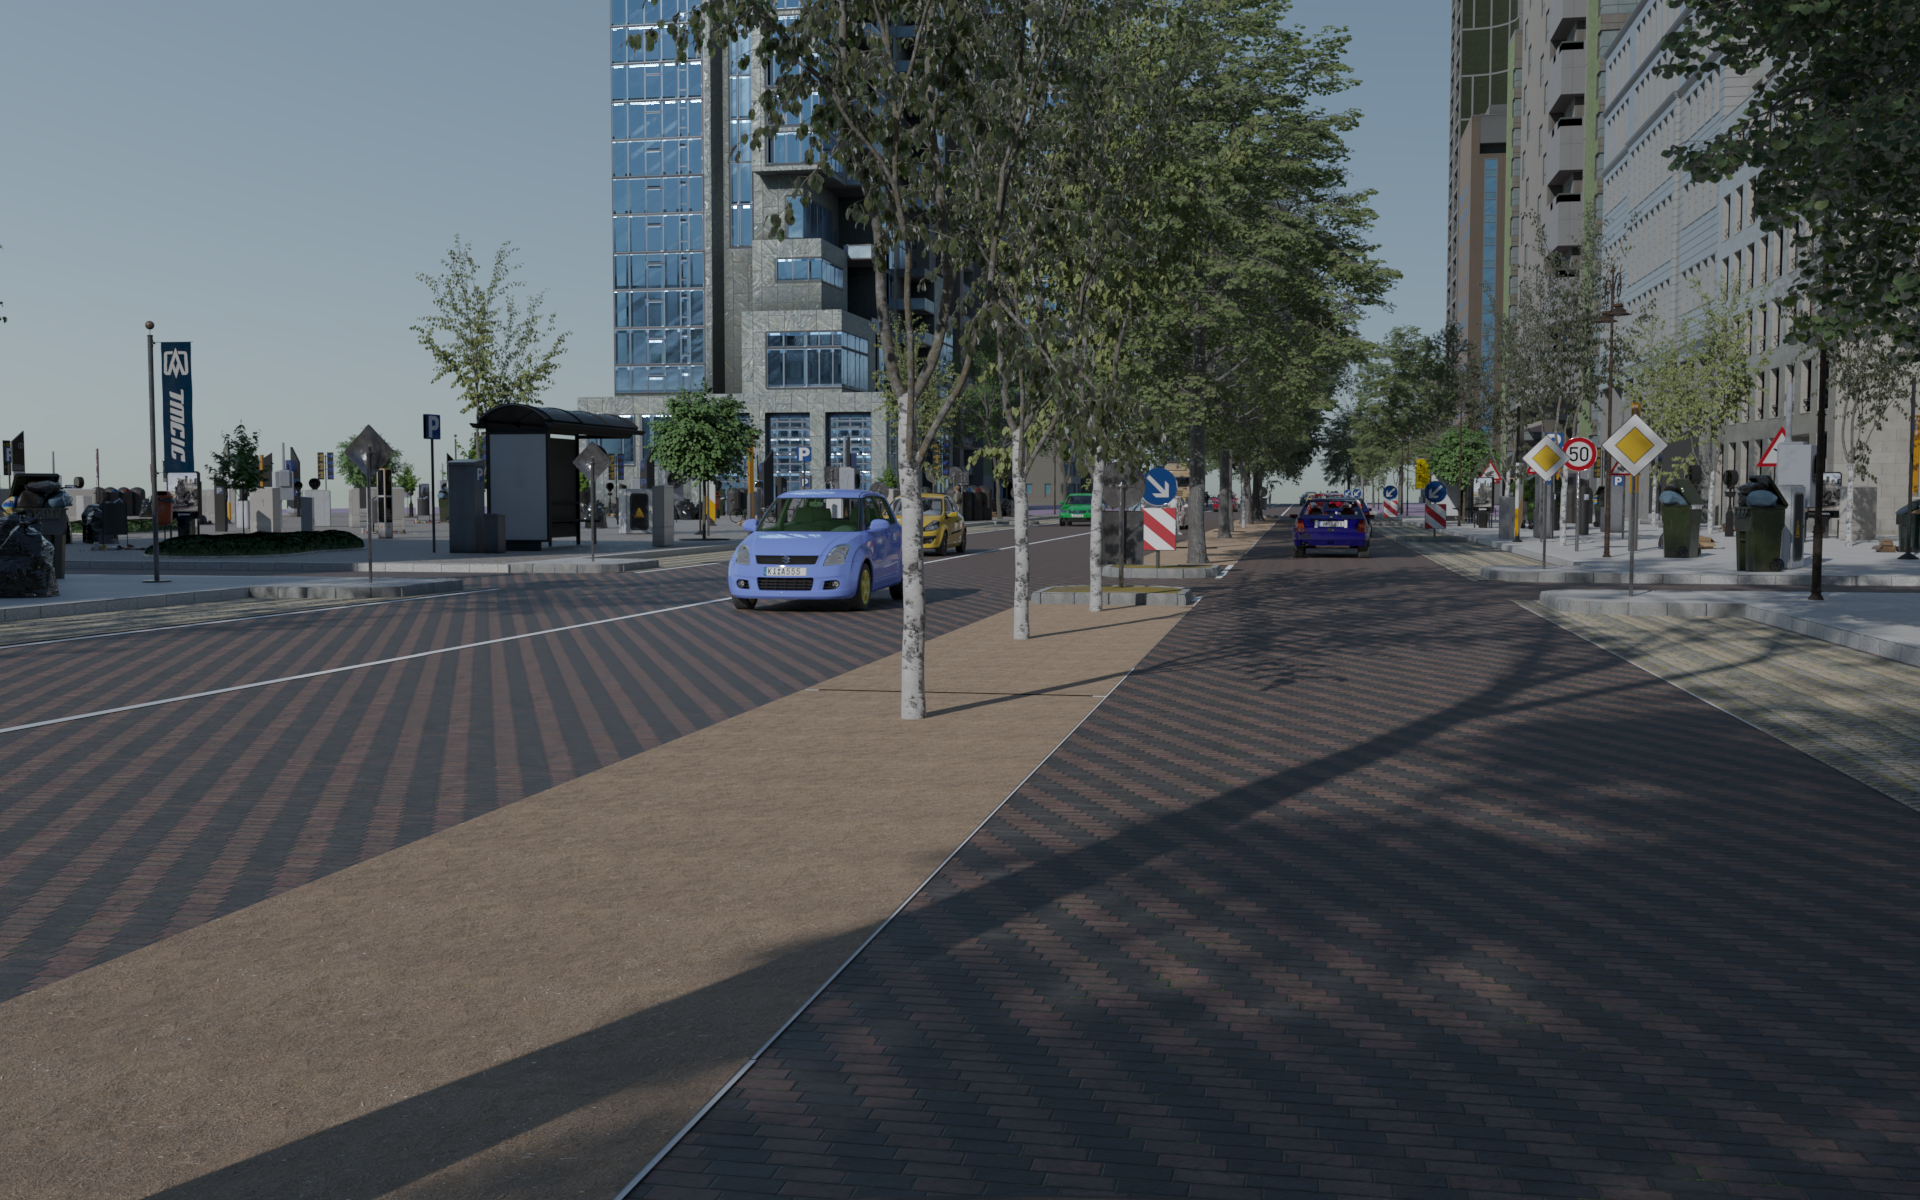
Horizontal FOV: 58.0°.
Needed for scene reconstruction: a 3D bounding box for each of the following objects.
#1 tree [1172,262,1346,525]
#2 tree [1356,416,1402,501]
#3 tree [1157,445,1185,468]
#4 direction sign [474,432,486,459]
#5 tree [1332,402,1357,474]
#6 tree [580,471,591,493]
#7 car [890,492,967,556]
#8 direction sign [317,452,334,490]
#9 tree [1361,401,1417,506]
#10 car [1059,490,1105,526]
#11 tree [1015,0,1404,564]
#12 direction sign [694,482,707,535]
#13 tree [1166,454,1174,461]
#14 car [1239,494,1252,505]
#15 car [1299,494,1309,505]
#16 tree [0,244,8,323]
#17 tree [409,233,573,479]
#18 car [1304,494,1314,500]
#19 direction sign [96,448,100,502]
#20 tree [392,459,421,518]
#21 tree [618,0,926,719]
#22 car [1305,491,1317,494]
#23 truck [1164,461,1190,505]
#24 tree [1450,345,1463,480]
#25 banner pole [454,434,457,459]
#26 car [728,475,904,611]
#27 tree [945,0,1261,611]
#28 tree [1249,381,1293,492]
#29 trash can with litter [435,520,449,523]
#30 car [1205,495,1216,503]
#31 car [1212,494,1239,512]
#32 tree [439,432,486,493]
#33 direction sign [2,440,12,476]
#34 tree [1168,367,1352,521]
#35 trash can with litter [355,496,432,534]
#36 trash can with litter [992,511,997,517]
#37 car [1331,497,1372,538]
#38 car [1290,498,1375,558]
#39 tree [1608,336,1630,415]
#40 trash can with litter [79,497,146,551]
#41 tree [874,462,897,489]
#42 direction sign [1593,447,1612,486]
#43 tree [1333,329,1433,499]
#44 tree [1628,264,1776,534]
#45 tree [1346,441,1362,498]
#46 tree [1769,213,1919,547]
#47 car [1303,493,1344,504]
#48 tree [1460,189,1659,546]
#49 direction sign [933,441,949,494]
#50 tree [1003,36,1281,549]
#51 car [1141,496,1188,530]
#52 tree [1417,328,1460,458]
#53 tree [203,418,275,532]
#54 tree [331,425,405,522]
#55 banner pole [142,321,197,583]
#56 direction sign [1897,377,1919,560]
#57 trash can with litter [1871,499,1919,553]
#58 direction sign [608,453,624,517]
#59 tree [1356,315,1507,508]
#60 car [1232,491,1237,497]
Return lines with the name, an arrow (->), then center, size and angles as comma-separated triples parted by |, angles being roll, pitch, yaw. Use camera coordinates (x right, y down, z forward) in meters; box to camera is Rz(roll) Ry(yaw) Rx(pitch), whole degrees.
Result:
tree -> 13.423, -10.492, 80.654 | 9.857, 13.997, 8.962 | 0, 3, 0
tree -> 35.731, -12.016, 146.826 | 4.360, 8.622, 3.978 | 0, 3, 0
tree -> 29.561, -18.078, 229.991 | 8.767, 10.594, 7.601 | 3, 5, 40
direction sign -> -17.468, -4.352, 63.154 | 0.379, 3.537, 0.876 | -3, 5, -43
tree -> 38.911, -13.941, 162.345 | 8.767, 10.594, 7.601 | 1, 4, 20
tree -> -17.845, -5.232, 80.141 | 1.663, 3.219, 1.824 | 0, 3, 0
car -> -0.950, -1.898, 41.250 | 2.015, 1.641, 3.980 | 1, 4, 10
direction sign -> -34.347, -6.229, 93.834 | 0.876, 3.537, 0.379 | 0, 4, 2
tree -> 33.938, -11.252, 134.327 | 4.737, 8.622, 4.395 | 0, 3, 0
car -> 5.559, -4.262, 78.478 | 1.959, 1.807, 4.718 | 1, 4, 10
tree -> 4.873, -6.976, 34.649 | 7.486, 12.596, 7.792 | 0, 3, 0
direction sign -> -8.183, -3.822, 54.494 | 0.379, 3.537, 0.876 | -2, 4, -29
tree -> 23.060, -21.057, 200.165 | 12.611, 20.169, 13.585 | 0, 3, 0
car -> 33.357, -11.676, 200.493 | 1.945, 1.707, 3.694 | 1, 4, 13
car -> 44.880, -12.974, 223.925 | 2.131, 1.459, 4.920 | 1, 4, 13
tree -> -22.981, -5.364, 38.060 | 4.737, 8.622, 4.395 | 0, 3, 0
tree -> -13.562, -6.083, 49.815 | 4.737, 8.622, 4.395 | 0, 3, 0
car -> 36.351, -10.240, 177.646 | 2.015, 1.641, 3.980 | 1, 4, 11
direction sign -> -42.857, -5.759, 86.160 | 0.379, 3.537, 0.876 | -2, 4, -30
tree -> -30.358, -6.150, 95.153 | 1.663, 3.219, 1.824 | 0, 3, 0
tree -> -0.325, -3.529, 10.516 | 4.360, 8.622, 3.978 | 0, 3, 0
car -> 49.138, -14.316, 242.738 | 2.281, 1.827, 5.304 | 1, 4, 9
truck -> 18.879, -9.761, 148.506 | 2.839, 4.237, 11.283 | 1, 4, 10
tree -> 18.141, -6.539, 57.271 | 4.360, 8.622, 3.978 | 0, 3, 0
banner pole -> -21.161, -5.059, 72.736 | 0.401, 3.779, 0.863 | -1, 4, -17
car -> -1.762, -0.788, 22.472 | 1.945, 1.707, 3.694 | 1, 4, 10
tree -> 1.662, -4.173, 21.049 | 4.737, 8.622, 4.395 | 0, 3, 0
tree -> 11.961, -7.333, 72.712 | 4.360, 8.622, 3.978 | 0, 3, 0
trash can with litter -> -23.148, -3.978, 76.098 | 2.233, 1.210, 1.678 | -2, 4, -28
car -> 35.930, -14.411, 248.193 | 1.945, 1.354, 3.894 | 1, 4, 10
car -> 21.287, -7.935, 138.770 | 2.155, 1.783, 4.494 | 1, 4, 12
tree -> -15.096, -3.628, 53.927 | 1.663, 3.219, 1.824 | 0, 3, 0
direction sign -> -39.923, -4.957, 73.050 | 0.379, 3.537, 0.876 | 2, 4, 25
tree -> 15.610, -10.488, 90.950 | 9.611, 12.733, 9.660 | 0, 3, 0
trash can with litter -> -18.478, -2.732, 55.732 | 2.233, 1.210, 1.678 | 2, 4, 26
trash can with litter -> 1.585, -5.166, 95.859 | 1.055, 1.170, 0.624 | -1, 4, -21
car -> 12.865, -2.788, 58.161 | 1.945, 1.354, 3.894 | 1, 4, 9
car -> 8.600, -1.683, 40.090 | 1.945, 1.354, 3.894 | 1, 4, 12
tree -> 28.052, -7.267, 69.172 | 4.737, 8.622, 4.395 | 0, 3, 0
trash can with litter -> -18.979, -1.757, 39.778 | 2.233, 1.210, 1.678 | -2, 4, -25
tree -> -4.390, -6.703, 104.195 | 1.663, 3.219, 1.824 | 0, 3, 0
direction sign -> 31.015, -5.606, 83.655 | 0.876, 3.537, 0.379 | 0, 4, -6
tree -> 47.518, -20.964, 198.656 | 12.611, 20.169, 13.585 | 0, 3, 0
tree -> 24.374, -6.474, 56.213 | 4.737, 8.622, 4.395 | 0, 3, 0
tree -> 43.543, -14.369, 185.298 | 4.737, 8.622, 4.395 | 0, 3, 0
tree -> 21.980, -5.609, 42.065 | 4.360, 8.622, 3.978 | 0, 3, 0
car -> 16.269, -4.126, 76.499 | 2.155, 1.783, 4.494 | 1, 4, 10
tree -> 15.040, -5.659, 42.888 | 4.360, 8.622, 3.978 | 0, 3, 0
direction sign -> -0.811, -5.025, 74.149 | 0.876, 3.537, 0.379 | 3, 4, 37
tree -> 6.124, -8.086, 45.038 | 12.009, 13.543, 11.850 | 0, 3, 0
car -> 8.423, -3.596, 71.158 | 2.083, 1.381, 4.827 | 1, 4, 12
tree -> 30.012, -12.100, 115.964 | 7.486, 12.596, 7.792 | 0, 3, 0
tree -> -18.026, -3.007, 43.772 | 1.663, 3.219, 1.824 | 0, 3, 0
tree -> -27.852, -5.963, 81.207 | 4.285, 4.588, 4.351 | 0, 3, 0
banner pole -> -11.473, -2.145, 25.096 | 0.863, 3.779, 0.401 | 0, 4, 7
direction sign -> 18.618, -2.563, 33.902 | 0.379, 3.537, 0.876 | 2, 4, 26
trash can with litter -> 20.654, -1.628, 37.997 | 1.055, 1.170, 0.624 | 0, 4, -1
direction sign -> -19.156, -6.395, 96.552 | 0.876, 3.537, 0.379 | -2, 4, -25
tree -> 24.869, -9.523, 90.116 | 7.601, 10.594, 8.767 | 1, 4, 10
car -> 36.662, -13.946, 236.696 | 2.281, 1.827, 5.304 | 1, 4, 11
